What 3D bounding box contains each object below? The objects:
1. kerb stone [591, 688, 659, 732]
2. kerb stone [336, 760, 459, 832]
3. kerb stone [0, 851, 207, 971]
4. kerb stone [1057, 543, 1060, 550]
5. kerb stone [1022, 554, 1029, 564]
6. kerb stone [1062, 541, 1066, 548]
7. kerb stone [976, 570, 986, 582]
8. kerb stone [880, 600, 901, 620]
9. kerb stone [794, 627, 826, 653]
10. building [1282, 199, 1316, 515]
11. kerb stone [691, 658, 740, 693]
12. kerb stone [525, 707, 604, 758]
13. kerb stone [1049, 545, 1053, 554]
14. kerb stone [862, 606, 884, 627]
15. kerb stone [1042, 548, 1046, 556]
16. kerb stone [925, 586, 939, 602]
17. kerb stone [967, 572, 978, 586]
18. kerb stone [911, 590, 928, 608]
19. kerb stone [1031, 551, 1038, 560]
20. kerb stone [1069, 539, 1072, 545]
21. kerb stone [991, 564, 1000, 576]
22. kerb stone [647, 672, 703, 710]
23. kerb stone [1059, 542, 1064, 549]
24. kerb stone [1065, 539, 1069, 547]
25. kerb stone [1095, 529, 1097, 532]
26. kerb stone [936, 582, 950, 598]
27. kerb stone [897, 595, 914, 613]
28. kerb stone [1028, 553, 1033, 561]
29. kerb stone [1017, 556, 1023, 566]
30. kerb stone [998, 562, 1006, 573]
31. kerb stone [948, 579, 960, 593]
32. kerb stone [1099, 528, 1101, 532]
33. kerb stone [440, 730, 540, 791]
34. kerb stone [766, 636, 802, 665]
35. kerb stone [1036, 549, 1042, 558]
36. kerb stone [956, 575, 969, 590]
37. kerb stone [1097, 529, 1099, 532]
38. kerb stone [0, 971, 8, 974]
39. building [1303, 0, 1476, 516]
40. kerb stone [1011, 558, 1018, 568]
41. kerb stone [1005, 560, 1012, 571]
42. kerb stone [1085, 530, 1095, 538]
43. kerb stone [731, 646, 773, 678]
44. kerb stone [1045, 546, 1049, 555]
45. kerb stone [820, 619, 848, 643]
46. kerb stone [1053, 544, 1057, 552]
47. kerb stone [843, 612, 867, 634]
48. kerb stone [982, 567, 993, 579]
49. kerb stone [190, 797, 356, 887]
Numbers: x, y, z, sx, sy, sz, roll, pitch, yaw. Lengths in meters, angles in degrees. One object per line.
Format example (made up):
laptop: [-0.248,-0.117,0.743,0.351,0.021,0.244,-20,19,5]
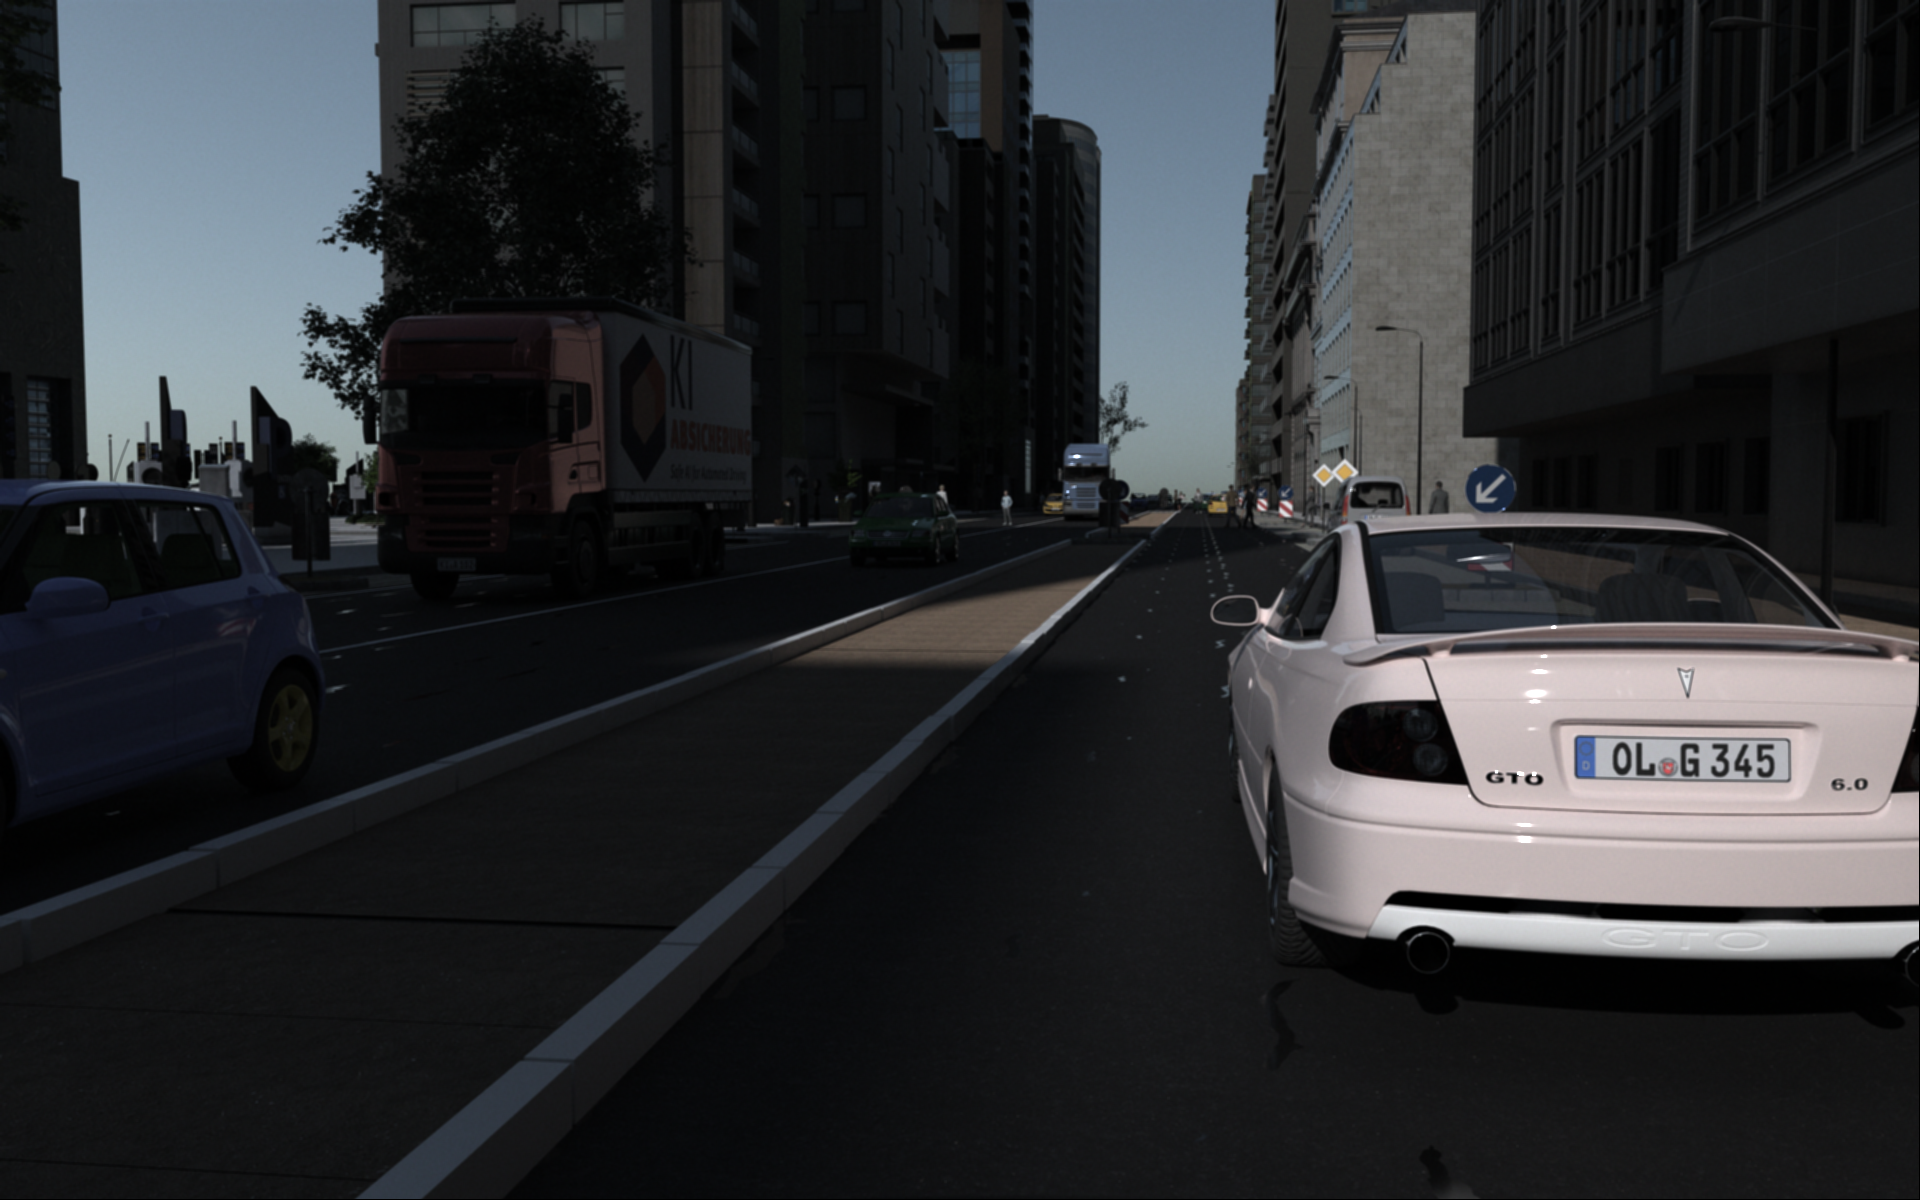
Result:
kerb stone: [-2.114,0.695,10.829,0.120,0.150,1.000,0,4,8]
kerb stone: [-2.534,0.884,7.780,0.120,0.150,1.000,0,4,8]
kerb stone: [-2.807,1.012,5.754,0.120,0.150,1.000,0,4,8]
kerb stone: [2.343,-1.295,43.373,0.120,0.150,1.000,0,4,8]
kerb stone: [1.234,-0.797,35.228,0.120,0.150,1.000,0,4,8]
kerb stone: [2.628,-1.415,45.398,0.120,0.150,1.000,0,4,8]
kerb stone: [0.253,-0.352,28.087,0.120,0.150,1.000,0,4,8]
kerb stone: [-0.856,0.137,19.960,0.120,0.150,1.000,0,4,8]
kerb stone: [-1.418,0.385,15.897,0.120,0.150,1.000,0,4,8]
building: [29.149,-16.879,117.775,13.314,21.916,24.055,0,4,8]
kerb stone: [-1.838,0.572,12.855,0.120,0.150,1.000,0,4,8]
kerb stone: [-2.259,0.757,9.817,0.120,0.150,1.000,0,4,8]
kerb stone: [2.065,-1.167,41.329,0.120,0.150,1.000,0,4,8]
kerb stone: [-1.004,0.199,18.945,0.120,0.150,1.000,0,4,8]
kerb stone: [1.788,-1.046,39.303,0.120,0.150,1.000,0,4,8]
kerb stone: [-0.440,-0.050,23.015,0.120,0.150,1.000,0,4,8]
kerb stone: [0.116,-0.298,27.073,0.120,0.150,1.000,0,4,8]
kerb stone: [-0.581,0.012,21.994,0.120,0.150,1.000,0,4,8]
kerb stone: [1.510,-0.919,37.254,0.120,0.150,1.000,0,4,8]
kerb stone: [2.901,-1.543,47.426,0.120,0.150,1.000,0,4,8]
kerb stone: [0.529,-0.485,30.132,0.120,0.150,1.000,0,4,8]
kerb stone: [-1.973,0.637,11.842,0.120,0.150,1.000,0,4,8]
kerb stone: [2.492,-1.355,44.384,0.120,0.150,1.000,0,4,8]
kerb stone: [2.765,-1.481,46.411,0.120,0.150,1.000,0,4,8]
kerb stone: [4.514,-2.260,59.151,0.120,0.150,1.000,0,4,8]
kerb stone: [-0.309,-0.112,24.029,0.120,0.150,1.000,0,4,8]
kerb stone: [-0.724,0.075,20.974,0.120,0.150,1.000,0,4,8]
kerb stone: [1.363,-0.859,36.242,0.120,0.150,1.000,0,4,8]
kerb stone: [1.093,-0.735,34.206,0.120,0.150,1.000,0,4,8]
kerb stone: [0.670,-0.548,31.147,0.120,0.150,1.000,0,4,8]
kerb stone: [-0.165,-0.174,25.041,0.120,0.150,1.000,0,4,8]
kerb stone: [4.789,-2.385,61.194,0.120,0.150,1.000,0,4,8]
kerb stone: [-2.394,0.820,8.801,0.120,0.150,1.000,0,4,8]
kerb stone: [-1.554,0.447,14.884,0.120,0.150,1.000,0,4,8]
kerb stone: [1.647,-0.983,38.274,0.120,0.150,1.000,0,4,8]
kerb stone: [-0.031,-0.236,26.059,0.120,0.150,1.000,0,4,8]
kerb stone: [4.657,-2.323,60.180,0.120,0.150,1.000,0,4,8]
kerb stone: [-2.955,1.068,4.736,0.120,0.150,1.000,0,4,8]
building: [26.414,-18.903,94.968,13.634,28.700,20.117,0,4,8]
kerb stone: [0.951,-0.673,33.193,0.120,0.150,1.000,0,4,8]
kerb stone: [0.811,-0.610,32.169,0.120,0.150,1.000,0,4,8]
kerb stone: [4.371,-2.198,58.130,0.120,0.150,1.000,0,4,8]
kerb stone: [-1.698,0.509,13.869,0.120,0.150,1.000,0,4,8]
kerb stone: [1.922,-1.108,40.317,0.120,0.150,1.000,0,4,8]
kerb stone: [-1.279,0.324,16.912,0.120,0.150,1.000,0,4,8]
kerb stone: [2.215,-1.233,42.349,0.120,0.150,1.000,0,4,8]
kerb stone: [-1.138,0.261,17.931,0.120,0.150,1.000,0,4,8]
kerb stone: [0.390,-0.423,29.111,0.120,0.150,1.000,0,4,8]
kerb stone: [-2.668,0.944,6.767,0.120,0.150,1.000,0,4,8]
